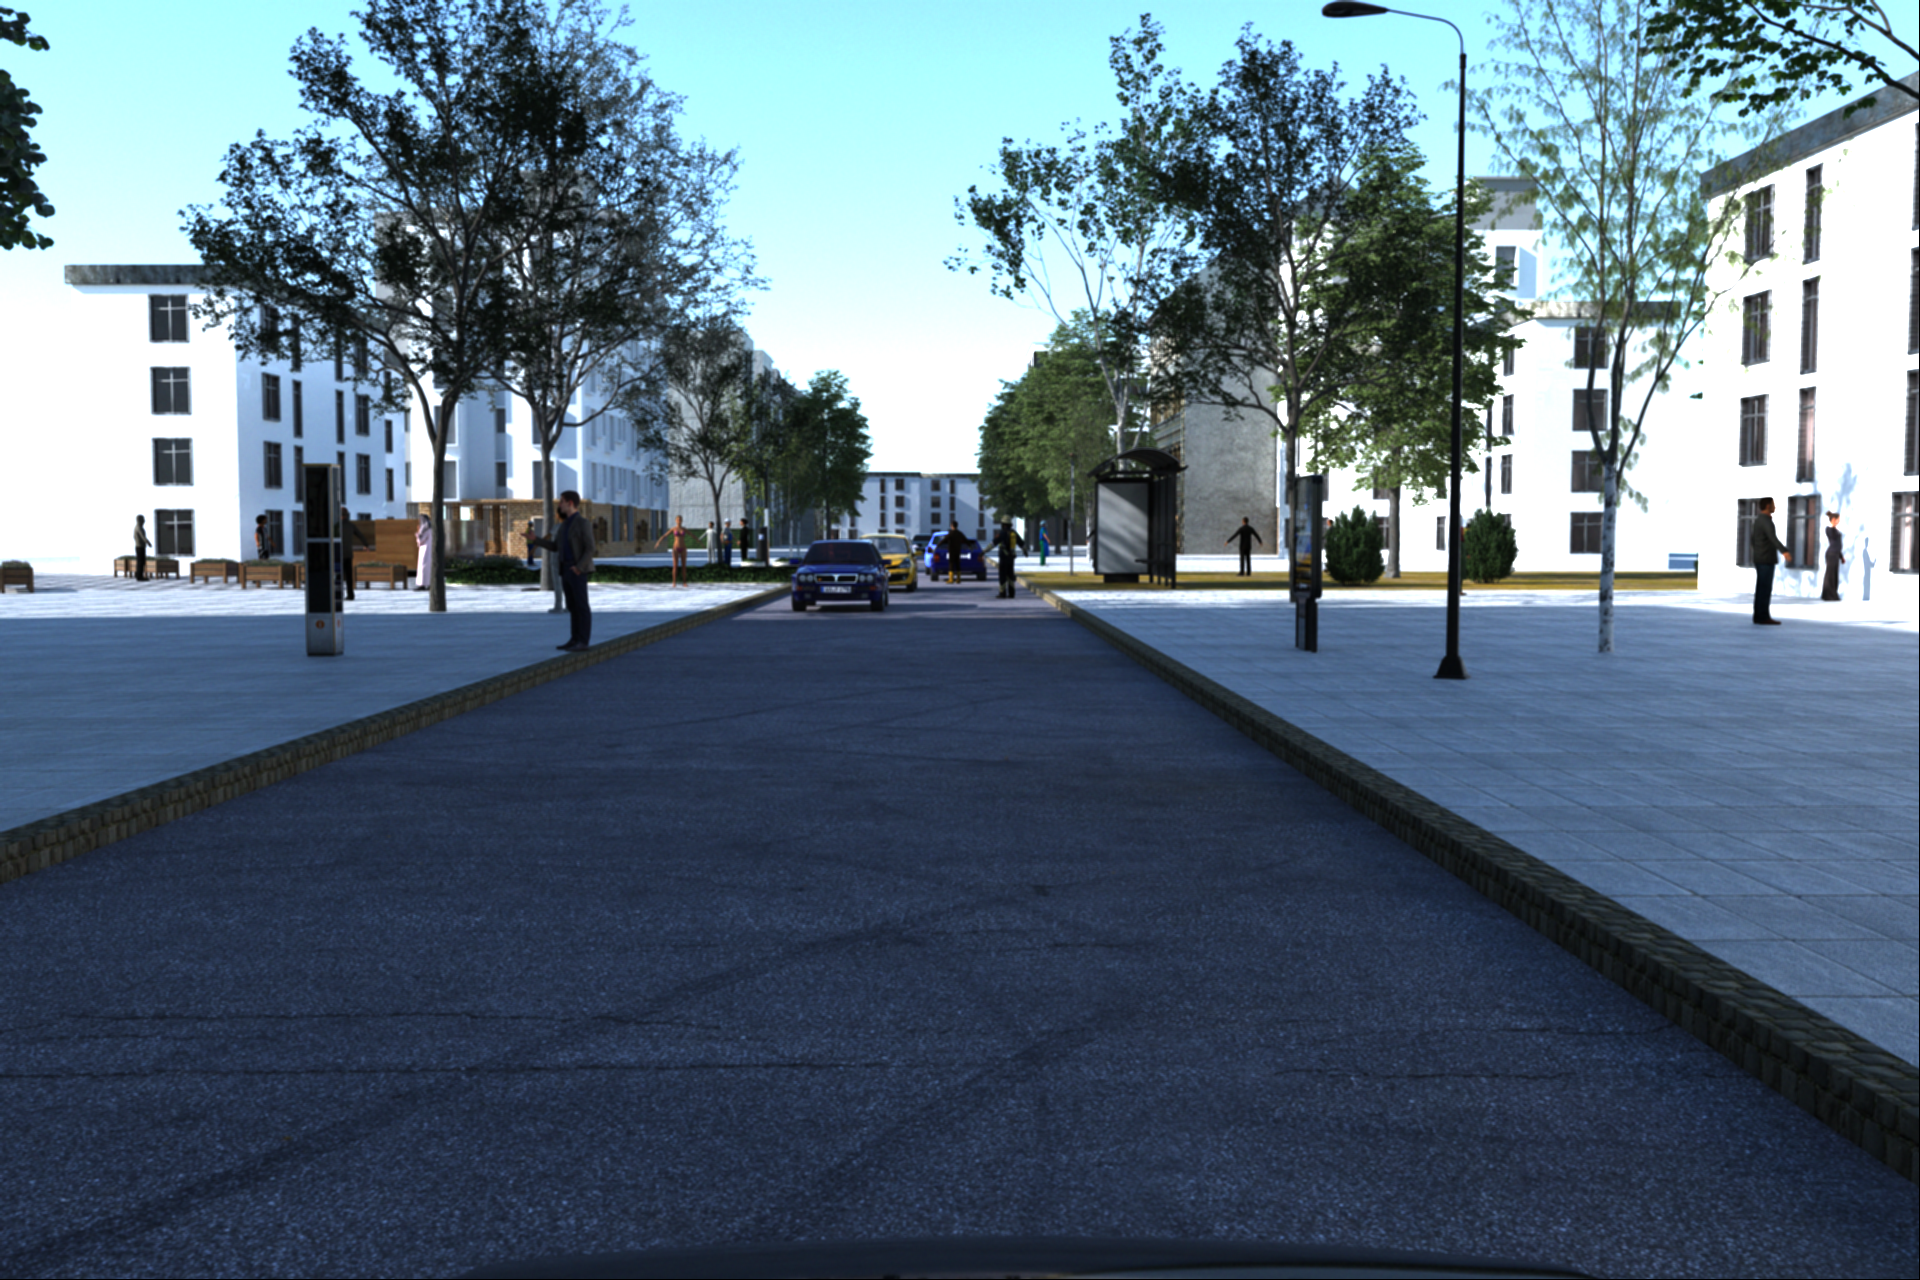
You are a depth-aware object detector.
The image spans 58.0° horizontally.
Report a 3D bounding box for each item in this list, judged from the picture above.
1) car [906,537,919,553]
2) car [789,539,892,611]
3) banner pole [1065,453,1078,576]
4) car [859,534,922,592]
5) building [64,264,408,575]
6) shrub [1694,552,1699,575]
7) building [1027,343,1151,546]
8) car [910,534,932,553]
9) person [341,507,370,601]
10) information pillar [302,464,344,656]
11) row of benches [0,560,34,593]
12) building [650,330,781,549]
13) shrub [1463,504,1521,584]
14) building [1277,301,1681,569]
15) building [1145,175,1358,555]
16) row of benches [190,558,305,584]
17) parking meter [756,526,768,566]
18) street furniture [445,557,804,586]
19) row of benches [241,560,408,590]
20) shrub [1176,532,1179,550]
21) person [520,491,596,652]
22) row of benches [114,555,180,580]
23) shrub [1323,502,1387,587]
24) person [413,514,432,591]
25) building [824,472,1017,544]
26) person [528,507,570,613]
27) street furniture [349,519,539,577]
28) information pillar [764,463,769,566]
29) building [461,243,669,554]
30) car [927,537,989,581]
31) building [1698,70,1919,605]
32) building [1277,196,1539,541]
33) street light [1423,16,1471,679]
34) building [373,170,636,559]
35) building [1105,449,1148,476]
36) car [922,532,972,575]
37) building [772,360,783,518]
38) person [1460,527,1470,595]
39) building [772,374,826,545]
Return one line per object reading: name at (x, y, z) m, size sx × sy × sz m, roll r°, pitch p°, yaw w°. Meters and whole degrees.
car at (-2.619, -3.301, 66.333) m, size 2.083 × 1.381 × 4.827 m, roll 0°, pitch 4°, yaw 0°
car at (-2.272, -1.270, 33.340) m, size 1.945 × 1.354 × 3.894 m, roll 0°, pitch 4°, yaw -1°
banner pole at (3.444, -3.860, 53.123) m, size 0.401 × 3.779 × 0.863 m, roll 0°, pitch 4°, yaw -1°
car at (-1.956, -2.064, 43.964) m, size 2.015 × 1.641 × 3.980 m, roll 0°, pitch 3°, yaw 0°
building at (-26.975, -7.704, 68.107) m, size 9.099 × 9.664 × 28.070 m, roll 0°, pitch 4°, yaw 0°
shrub at (21.511, -2.353, 49.585) m, size 1.383 × 1.207 × 1.383 m, roll 0°, pitch 3°, yaw 0°
building at (21.612, -21.873, 201.597) m, size 27.936 × 21.610 × 32.646 m, roll 0°, pitch 4°, yaw -1°
car at (-2.534, -6.732, 119.850) m, size 2.009 × 1.686 × 4.222 m, roll 0°, pitch 3°, yaw 0°
person at (-11.919, -1.666, 33.423) m, size 0.705 × 1.807 × 1.348 m, roll 2°, pitch 4°, yaw 34°
information pillar at (-6.704, -0.841, 18.241) m, size 0.304 × 2.012 × 0.304 m, roll 0°, pitch 4°, yaw -1°
row of benches at (-21.498, -1.466, 39.430) m, size 1.422 × 0.672 × 4.104 m, roll -2°, pitch 4°, yaw -29°
building at (-27.214, -18.327, 166.097) m, size 16.747 × 18.905 × 31.486 m, roll 0°, pitch 4°, yaw 0°
shrub at (13.644, -2.500, 44.919) m, size 1.661 × 2.075 × 1.752 m, roll 0°, pitch 3°, yaw 0°
building at (21.215, -8.217, 76.500) m, size 9.099 × 9.664 × 28.070 m, roll 0°, pitch 4°, yaw -1°
building at (22.919, -17.405, 115.504) m, size 19.493 × 23.208 × 18.063 m, roll 0°, pitch 4°, yaw 0°
row of benches at (-18.110, -1.800, 44.896) m, size 4.104 × 0.672 × 1.422 m, roll 1°, pitch 4°, yaw 13°
parking meter at (-6.385, -2.903, 55.880) m, size 0.372 × 1.533 × 0.369 m, roll 0°, pitch 3°, yaw 0°
street furniture at (-8.302, -1.864, 46.096) m, size 10.072 × 0.657 × 5.734 m, roll 0°, pitch 4°, yaw -6°
row of benches at (-14.933, -1.529, 40.465) m, size 4.104 × 0.672 × 1.422 m, roll 1°, pitch 4°, yaw 13°
shrub at (6.217, -3.152, 55.955) m, size 1.690 × 2.028 × 1.600 m, roll 0°, pitch 3°, yaw 0°
person at (-4.408, -0.761, 19.019) m, size 0.750 × 1.759 × 0.617 m, roll -2°, pitch 4°, yaw -24°
row of benches at (-23.704, -2.135, 50.364) m, size 1.422 × 0.672 × 4.104 m, roll -3°, pitch 5°, yaw -41°
shrub at (9.702, -2.354, 42.528) m, size 1.661 × 2.075 × 1.752 m, roll 0°, pitch 3°, yaw 0°
person at (-12.078, -1.982, 39.118) m, size 0.621 × 1.740 × 0.551 m, roll -2°, pitch 4°, yaw -25°
building at (-6.036, -17.702, 234.031) m, size 28.070 × 9.664 × 9.099 m, roll -1°, pitch 4°, yaw -9°
person at (-6.555, -1.316, 28.288) m, size 0.721 × 1.739 × 1.217 m, roll 2°, pitch 4°, yaw 34°
street furniture at (-16.535, -2.947, 55.045) m, size 9.812 × 1.723 × 11.010 m, roll 0°, pitch 4°, yaw 1°
information pillar at (-6.322, -3.998, 56.723) m, size 0.183 × 3.616 × 0.504 m, roll 0°, pitch 4°, yaw 1°
building at (-25.671, -15.558, 110.786) m, size 16.016 × 20.090 × 11.380 m, roll 0°, pitch 4°, yaw -1°
car at (-0.061, -2.528, 53.915) m, size 1.945 × 1.354 × 3.894 m, roll 0°, pitch 4°, yaw -1°
building at (21.905, -5.164, 26.572) m, size 9.099 × 9.664 × 28.070 m, roll 0°, pitch 4°, yaw -1°
building at (24.402, -15.123, 103.675) m, size 16.016 × 20.090 × 11.380 m, roll 0°, pitch 3°, yaw 0°
street light at (4.933, -2.614, 15.273) m, size 1.470 × 5.913 × 1.316 m, roll 0°, pitch 4°, yaw -1°
building at (-24.325, -14.370, 91.368) m, size 16.016 × 20.090 × 11.380 m, roll 0°, pitch 4°, yaw -1°
building at (20.035, -13.890, 169.256) m, size 9.099 × 9.664 × 28.070 m, roll 0°, pitch 4°, yaw -1°
car at (-0.402, -3.198, 61.886) m, size 1.945 × 1.707 × 3.694 m, roll 0°, pitch 4°, yaw -1°
building at (-25.414, -20.190, 186.524) m, size 16.016 × 20.090 × 11.380 m, roll 0°, pitch 3°, yaw 0°
person at (10.551, -1.659, 36.336) m, size 0.599 × 1.438 × 0.989 m, roll 2°, pitch 4°, yaw 29°
building at (-26.385, -23.220, 210.570) m, size 19.493 × 23.208 × 18.063 m, roll 0°, pitch 4°, yaw -1°
